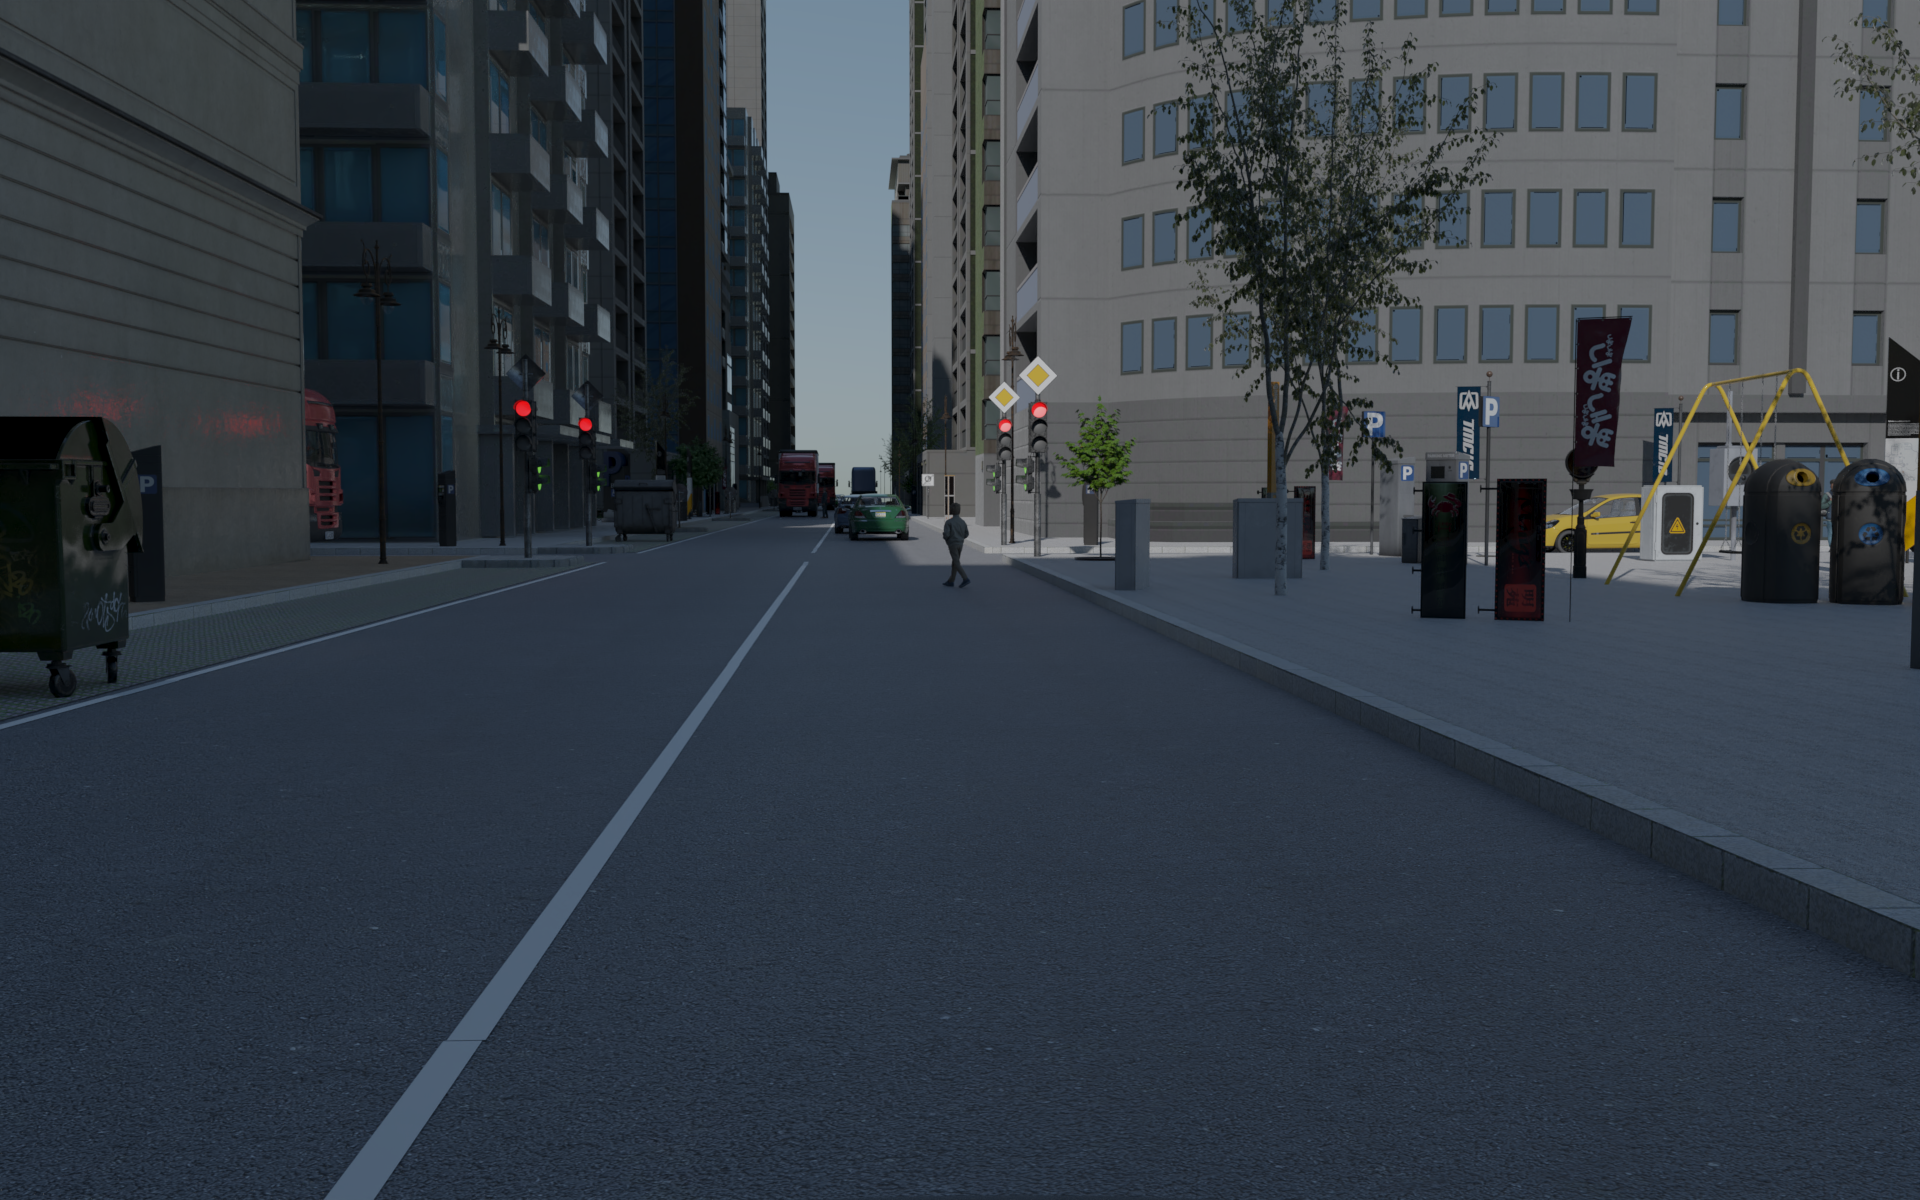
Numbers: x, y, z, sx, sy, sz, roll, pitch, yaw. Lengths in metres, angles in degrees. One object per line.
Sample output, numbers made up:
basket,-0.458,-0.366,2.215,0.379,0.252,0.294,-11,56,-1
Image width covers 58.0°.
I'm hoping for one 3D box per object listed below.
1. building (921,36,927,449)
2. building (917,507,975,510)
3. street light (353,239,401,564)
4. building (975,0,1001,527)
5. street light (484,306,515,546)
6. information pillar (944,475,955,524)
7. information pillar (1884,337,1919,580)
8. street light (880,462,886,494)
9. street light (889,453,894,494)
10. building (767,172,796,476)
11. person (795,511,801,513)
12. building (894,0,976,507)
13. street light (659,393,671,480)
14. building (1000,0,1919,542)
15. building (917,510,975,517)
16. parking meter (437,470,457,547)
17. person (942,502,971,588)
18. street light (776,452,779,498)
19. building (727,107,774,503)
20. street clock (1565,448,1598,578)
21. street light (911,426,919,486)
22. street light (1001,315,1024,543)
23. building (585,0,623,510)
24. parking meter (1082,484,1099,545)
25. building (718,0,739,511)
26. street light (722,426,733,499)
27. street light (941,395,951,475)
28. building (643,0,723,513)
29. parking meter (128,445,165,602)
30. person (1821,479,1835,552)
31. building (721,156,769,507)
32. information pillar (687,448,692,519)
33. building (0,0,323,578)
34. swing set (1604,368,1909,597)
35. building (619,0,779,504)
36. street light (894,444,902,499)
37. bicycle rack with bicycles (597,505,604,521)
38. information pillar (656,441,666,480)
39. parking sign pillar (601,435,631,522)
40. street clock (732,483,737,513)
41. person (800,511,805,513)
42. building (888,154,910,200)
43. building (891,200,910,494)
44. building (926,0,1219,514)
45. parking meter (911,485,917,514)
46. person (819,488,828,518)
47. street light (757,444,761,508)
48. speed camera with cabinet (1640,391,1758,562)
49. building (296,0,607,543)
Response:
building,3.460,-31.491,164.988,14.600,45.320,14.200,0,4,-3
building,4.616,-45.519,182.487,20.563,71.187,20.611,0,4,-3
street light,-10.605,-3.601,31.667,0.468,5.910,1.993,0,4,-3
building,7.530,-18.538,74.799,14.160,30.474,14.107,0,4,-3
street light,-11.355,-4.284,42.823,0.468,5.910,1.993,0,4,-3
information pillar,-0.408,-3.875,67.854,0.304,2.012,0.304,-2,4,-31
information pillar,14.036,-2.108,25.823,0.504,3.616,0.183,1,4,22
street light,-10.503,-16.419,241.238,0.468,5.910,1.993,0,4,-3
street light,-8.239,-14.223,205.327,0.468,5.910,1.993,0,4,-3
building,-36.080,-39.079,262.645,21.300,48.544,21.600,0,4,-3
person,-12.359,-7.551,132.049,1.350,1.814,0.705,-3,5,-45
building,1.761,-48.130,225.173,20.563,71.187,20.611,0,4,-3
street light,-13.402,-6.491,78.917,0.468,5.910,1.993,0,4,-3
building,16.062,-31.345,54.487,28.212,58.520,21.231,0,4,-3
building,8.064,-40.409,98.947,20.563,71.187,20.611,0,4,-3
parking meter,-12.548,-2.242,42.360,0.255,1.863,0.399,2,4,30
person,-0.077,-0.846,26.605,0.640,1.303,0.475,3,5,41
street light,-20.248,-13.428,192.330,0.468,5.910,1.993,0,4,-3
building,-35.365,-36.478,216.025,23.786,49.044,30.456,0,4,-3
street clock,9.458,-1.334,26.381,0.471,2.002,0.358,1,4,14
street light,-3.295,-9.157,122.510,0.468,5.910,1.993,0,4,-3
street light,1.362,-4.417,45.002,0.468,5.910,1.993,0,4,-3
building,-27.341,-40.592,101.932,20.563,71.187,20.611,0,4,-3
parking meter,3.265,-2.305,43.394,0.399,1.863,0.255,1,4,11
building,-29.683,-50.894,144.785,22.319,86.520,31.000,0,4,-3
street light,-15.503,-8.688,114.838,0.468,5.910,1.993,0,4,-3
street light,-0.670,-6.614,80.927,0.468,5.910,1.993,0,4,-3
building,-24.591,-28.961,123.622,14.600,45.320,14.200,0,4,-3
parking meter,-9.717,-0.911,20.612,0.399,1.863,0.255,-3,5,-40
person,20.408,-1.933,40.447,0.623,1.781,0.721,-1,4,-21
building,-35.796,-29.446,173.325,32.217,40.220,23.993,0,4,-3
information pillar,-13.731,-5.906,87.923,0.183,3.616,0.504,-2,4,-30
building,-26.395,-11.718,24.878,30.059,22.955,16.112,0,4,-3
swing set,10.491,-1.559,23.111,2.862,2.851,3.119,0,4,3
building,-35.003,-49.092,240.903,20.563,71.187,20.611,0,4,-3
street light,-5.541,-11.354,158.422,0.468,5.910,1.993,0,4,-3
bicycle rack with bicycles,-18.038,-4.300,83.685,2.925,0.926,2.852,3,5,45
information pillar,-13.292,-5.230,76.863,0.183,3.616,0.504,3,5,42
parking sign pillar,-15.607,-5.523,78.778,1.447,3.967,1.447,2,4,32
street clock,-15.278,-6.909,117.527,0.358,2.002,0.471,-1,4,-20
person,-12.290,-7.705,134.469,1.348,1.826,0.705,-2,4,-31
building,3.744,-41.285,264.251,28.713,52.752,27.495,0,4,-3
building,-2.653,-34.225,243.168,14.154,41.232,14.086,0,4,-3
building,7.706,-36.788,143.490,21.231,58.520,28.212,0,4,-3
parking meter,-2.933,-6.500,111.990,0.399,1.863,0.255,0,4,7
person,-8.112,-5.756,102.793,0.590,1.801,0.661,0,4,-8
street light,-18.107,-11.231,156.412,0.468,5.910,1.993,0,4,-3
speed camera with cabinet,14.141,-2.373,33.133,2.038,3.252,0.660,0,4,-6
building,-23.957,-26.714,56.377,23.786,49.044,30.456,0,4,-3
